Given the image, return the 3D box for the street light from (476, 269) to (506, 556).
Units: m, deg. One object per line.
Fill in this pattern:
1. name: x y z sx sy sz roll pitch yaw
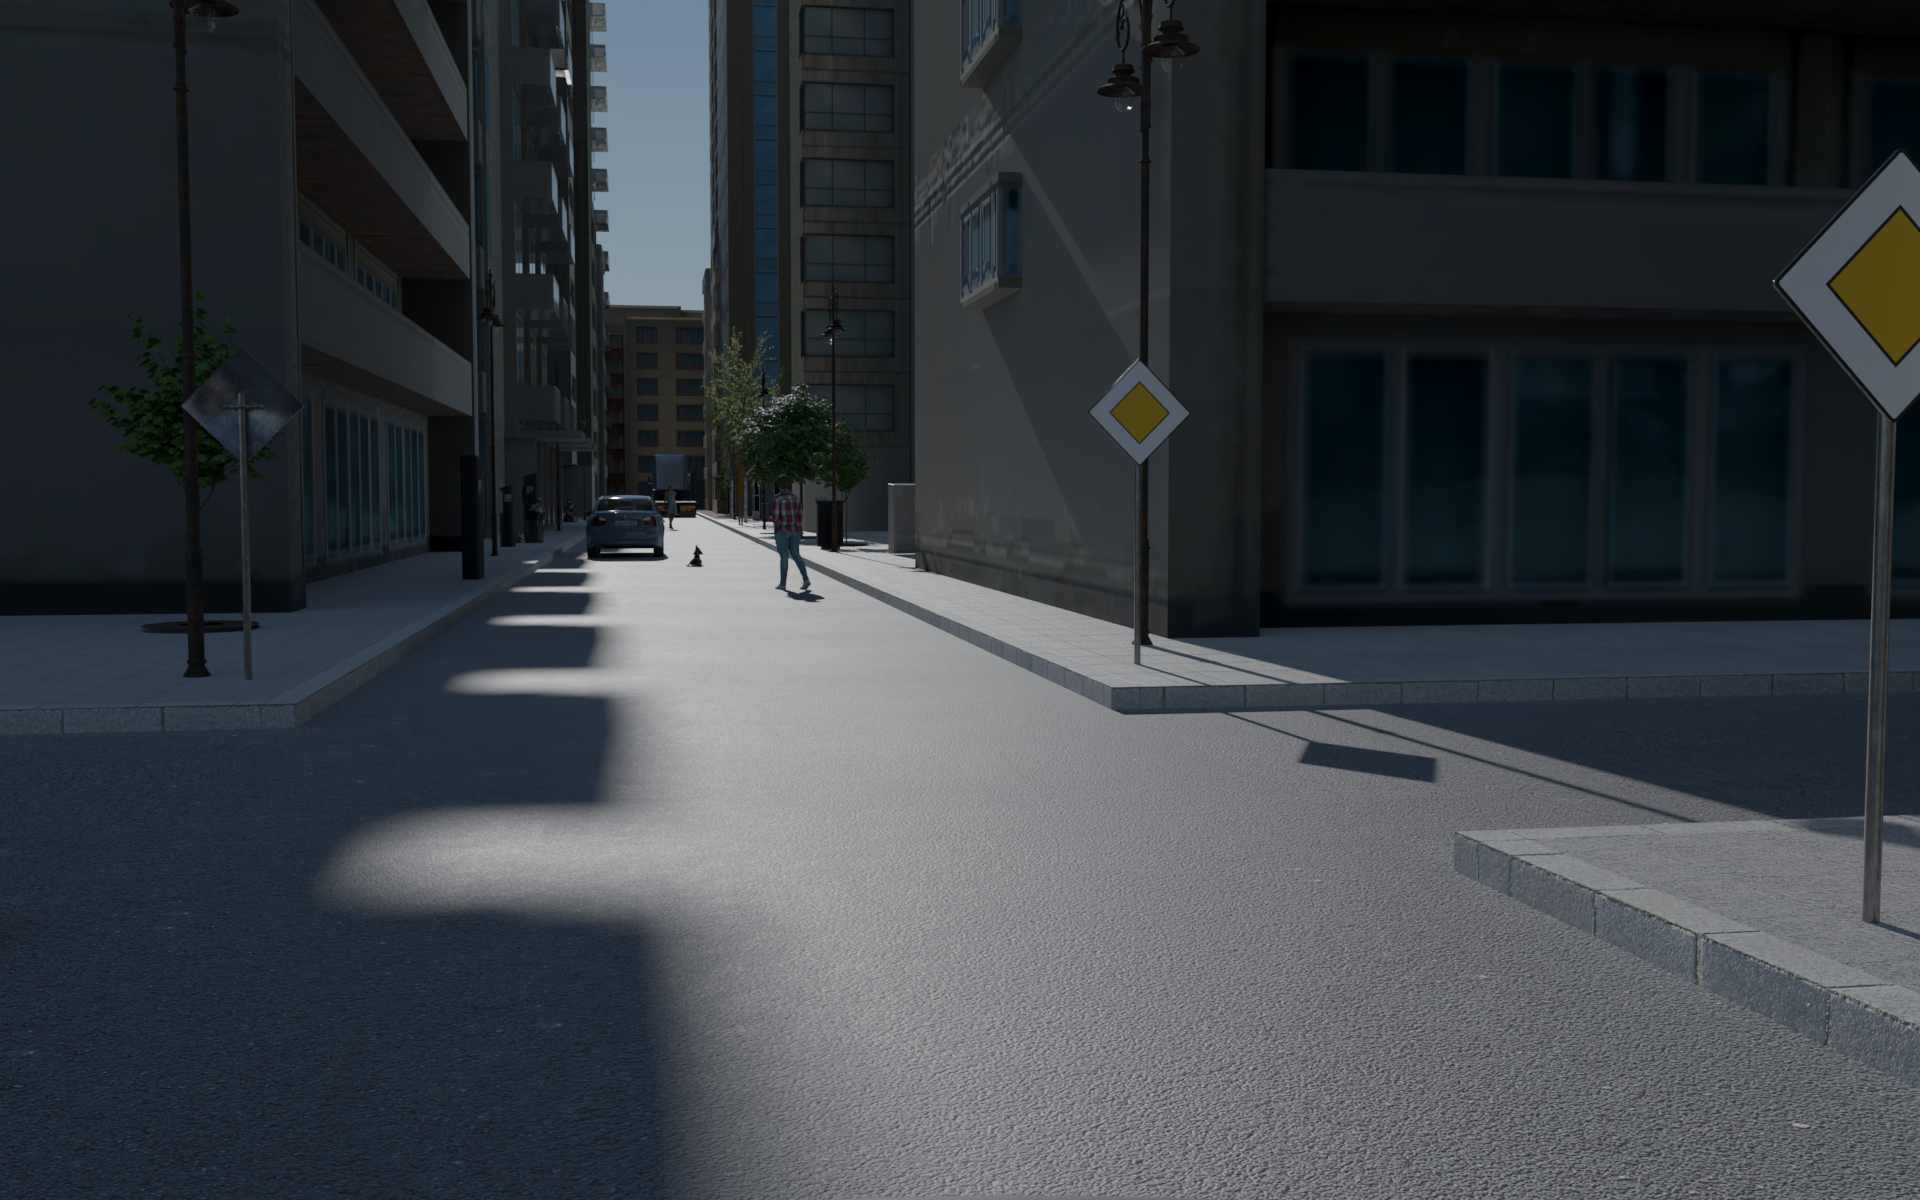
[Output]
1. street light: -9.640 -3.849 35.716 0.468 5.910 1.993 -1 4 -10

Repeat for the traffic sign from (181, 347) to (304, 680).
1. traffic sign: -4.916 -0.506 11.912 0.795 2.450 0.064 -1 4 -10

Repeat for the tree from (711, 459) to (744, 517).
1. tree: -13.074 -6.218 96.267 1.663 3.219 1.824 0 3 0

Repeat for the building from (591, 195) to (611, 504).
1. building: -37.383 -16.334 112.106 27.650 21.520 28.899 -1 4 -10

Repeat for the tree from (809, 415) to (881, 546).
1. tree: -2.944 -2.948 42.798 1.663 3.219 1.824 0 3 0

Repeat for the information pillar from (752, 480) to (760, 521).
1. information pillar: -9.888 -4.861 83.971 0.304 2.012 0.304 -1 4 -22

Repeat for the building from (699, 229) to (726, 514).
1. building: -4.851 -17.405 129.611 27.650 21.520 28.899 -1 4 -10

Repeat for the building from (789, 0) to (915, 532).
1. building: 0.417 -23.368 65.662 14.154 41.232 14.086 -1 4 -10

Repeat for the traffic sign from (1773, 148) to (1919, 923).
1. traffic sign: 2.731 -0.091 5.135 0.795 2.450 0.064 -1 4 -10

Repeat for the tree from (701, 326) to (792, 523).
1. tree: -9.297 -7.735 76.832 4.360 8.622 3.978 0 3 0

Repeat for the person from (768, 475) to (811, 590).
1. person: -2.576 -1.017 25.964 0.563 1.720 0.643 -3 5 -42

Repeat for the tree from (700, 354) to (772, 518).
1. tree: -11.971 -8.666 92.058 4.737 8.622 4.395 0 3 0

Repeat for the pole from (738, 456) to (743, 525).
1. pole: -9.053 -4.745 71.429 0.158 3.312 0.155 0 3 0

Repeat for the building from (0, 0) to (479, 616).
1. building: -19.551 -24.587 25.702 21.300 48.544 21.600 -1 4 -10

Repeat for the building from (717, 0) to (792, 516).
1. building: -7.658 -27.916 106.543 14.600 45.320 14.200 -1 4 -10

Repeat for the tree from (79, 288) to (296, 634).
1. tree: -7.058 -1.328 16.319 1.663 3.219 1.824 0 3 0

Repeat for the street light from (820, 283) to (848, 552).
1. street light: -2.776 -3.995 38.100 0.468 5.910 1.993 -1 4 -10

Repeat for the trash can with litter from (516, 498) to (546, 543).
1. trash can with litter: -11.403 -2.079 45.382 1.055 1.170 0.624 0 4 0

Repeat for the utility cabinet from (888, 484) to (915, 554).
1. utility cabinet: -0.931 -1.723 36.852 1.173 1.500 0.318 -2 4 -27

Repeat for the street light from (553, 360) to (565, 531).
1. street light: -13.869 -5.316 59.698 0.468 5.910 1.993 -1 4 -10

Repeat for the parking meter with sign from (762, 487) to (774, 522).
1. parking meter with sign: -8.324 -5.135 80.226 1.738 3.016 0.543 0 4 -4

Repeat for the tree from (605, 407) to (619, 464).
1. tree: -28.262 -11.209 133.630 4.360 8.622 3.978 0 3 0

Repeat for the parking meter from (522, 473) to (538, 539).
1. parking meter: -11.685 -2.532 47.104 0.399 1.863 0.255 0 4 -5

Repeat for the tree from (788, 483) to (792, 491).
1. tree: -8.346 -5.376 82.505 1.663 3.219 1.824 0 3 0

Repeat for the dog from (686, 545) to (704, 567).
1. dog: -5.312 -0.870 34.413 0.550 0.427 0.748 3 4 36

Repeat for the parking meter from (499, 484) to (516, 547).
1. parking meter: -10.981 -2.057 42.041 0.372 1.533 0.369 0 3 0

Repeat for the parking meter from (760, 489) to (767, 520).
1. parking meter: -9.826 -4.777 86.511 0.372 1.533 0.369 0 3 0

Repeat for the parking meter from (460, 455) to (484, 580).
1. parking meter: -7.350 -1.248 26.108 0.255 1.863 0.399 0 4 -2

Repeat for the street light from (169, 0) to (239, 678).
1. street light: -5.368 -2.399 12.007 0.468 5.910 1.993 -1 4 -10

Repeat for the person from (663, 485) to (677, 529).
1. person: -11.791 -3.777 70.344 0.616 1.811 0.778 -2 4 -24

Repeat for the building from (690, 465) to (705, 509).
1. building: -13.356 -43.635 151.683 20.563 71.187 20.611 -1 4 -10

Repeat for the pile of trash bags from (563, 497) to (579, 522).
1. pile of trash bags: -18.551 -4.248 79.213 1.912 1.369 3.447 -1 4 -19

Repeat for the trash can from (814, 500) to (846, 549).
1. trash can: -3.017 -1.753 40.315 0.748 1.137 0.748 0 3 0

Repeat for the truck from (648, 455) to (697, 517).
1. truck: -18.891 -7.581 113.701 2.967 4.110 18.799 -1 4 -11

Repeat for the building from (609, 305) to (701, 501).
1. building: -40.427 -20.544 180.927 28.899 21.520 27.650 -1 4 -10

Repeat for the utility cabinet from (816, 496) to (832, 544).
1. utility cabinet: -3.541 -2.092 45.363 0.306 1.237 1.020 0 4 6

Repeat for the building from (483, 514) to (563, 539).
1. building: -25.074 -26.887 59.203 23.786 49.044 30.456 -1 4 -10

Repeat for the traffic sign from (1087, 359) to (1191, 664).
1. traffic sign: 1.334 -0.572 12.998 0.795 2.450 0.064 -1 4 -10

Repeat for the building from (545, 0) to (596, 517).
1. building: -26.932 -19.583 91.885 14.160 30.474 14.107 -1 4 -10

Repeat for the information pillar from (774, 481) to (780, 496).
1. information pillar: -6.636 -3.607 63.460 0.304 2.012 0.304 1 4 14

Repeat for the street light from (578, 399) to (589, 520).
1. street light: -18.246 -6.805 84.047 0.468 5.910 1.993 -1 4 -10

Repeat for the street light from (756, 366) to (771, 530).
1. street light: -7.076 -5.485 62.473 0.468 5.910 1.993 -1 4 -10

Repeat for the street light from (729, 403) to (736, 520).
1. street light: -11.300 -6.965 86.671 0.468 5.910 1.993 -1 4 -10

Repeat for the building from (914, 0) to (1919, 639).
1. building: 10.319 -24.617 26.190 21.600 48.544 21.300 -1 4 -10

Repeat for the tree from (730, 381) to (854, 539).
1. tree: -4.695 -4.063 50.151 4.285 4.588 4.351 0 3 0

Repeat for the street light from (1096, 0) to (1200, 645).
1. street light: 1.555 -2.557 14.603 0.468 5.910 1.993 -1 4 -10

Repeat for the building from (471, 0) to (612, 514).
1. building: -45.215 -32.195 145.994 30.456 49.044 23.786 -1 4 -10

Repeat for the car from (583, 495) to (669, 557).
1. car: -7.833 -1.750 40.618 2.014 1.417 4.499 -1 4 -10
